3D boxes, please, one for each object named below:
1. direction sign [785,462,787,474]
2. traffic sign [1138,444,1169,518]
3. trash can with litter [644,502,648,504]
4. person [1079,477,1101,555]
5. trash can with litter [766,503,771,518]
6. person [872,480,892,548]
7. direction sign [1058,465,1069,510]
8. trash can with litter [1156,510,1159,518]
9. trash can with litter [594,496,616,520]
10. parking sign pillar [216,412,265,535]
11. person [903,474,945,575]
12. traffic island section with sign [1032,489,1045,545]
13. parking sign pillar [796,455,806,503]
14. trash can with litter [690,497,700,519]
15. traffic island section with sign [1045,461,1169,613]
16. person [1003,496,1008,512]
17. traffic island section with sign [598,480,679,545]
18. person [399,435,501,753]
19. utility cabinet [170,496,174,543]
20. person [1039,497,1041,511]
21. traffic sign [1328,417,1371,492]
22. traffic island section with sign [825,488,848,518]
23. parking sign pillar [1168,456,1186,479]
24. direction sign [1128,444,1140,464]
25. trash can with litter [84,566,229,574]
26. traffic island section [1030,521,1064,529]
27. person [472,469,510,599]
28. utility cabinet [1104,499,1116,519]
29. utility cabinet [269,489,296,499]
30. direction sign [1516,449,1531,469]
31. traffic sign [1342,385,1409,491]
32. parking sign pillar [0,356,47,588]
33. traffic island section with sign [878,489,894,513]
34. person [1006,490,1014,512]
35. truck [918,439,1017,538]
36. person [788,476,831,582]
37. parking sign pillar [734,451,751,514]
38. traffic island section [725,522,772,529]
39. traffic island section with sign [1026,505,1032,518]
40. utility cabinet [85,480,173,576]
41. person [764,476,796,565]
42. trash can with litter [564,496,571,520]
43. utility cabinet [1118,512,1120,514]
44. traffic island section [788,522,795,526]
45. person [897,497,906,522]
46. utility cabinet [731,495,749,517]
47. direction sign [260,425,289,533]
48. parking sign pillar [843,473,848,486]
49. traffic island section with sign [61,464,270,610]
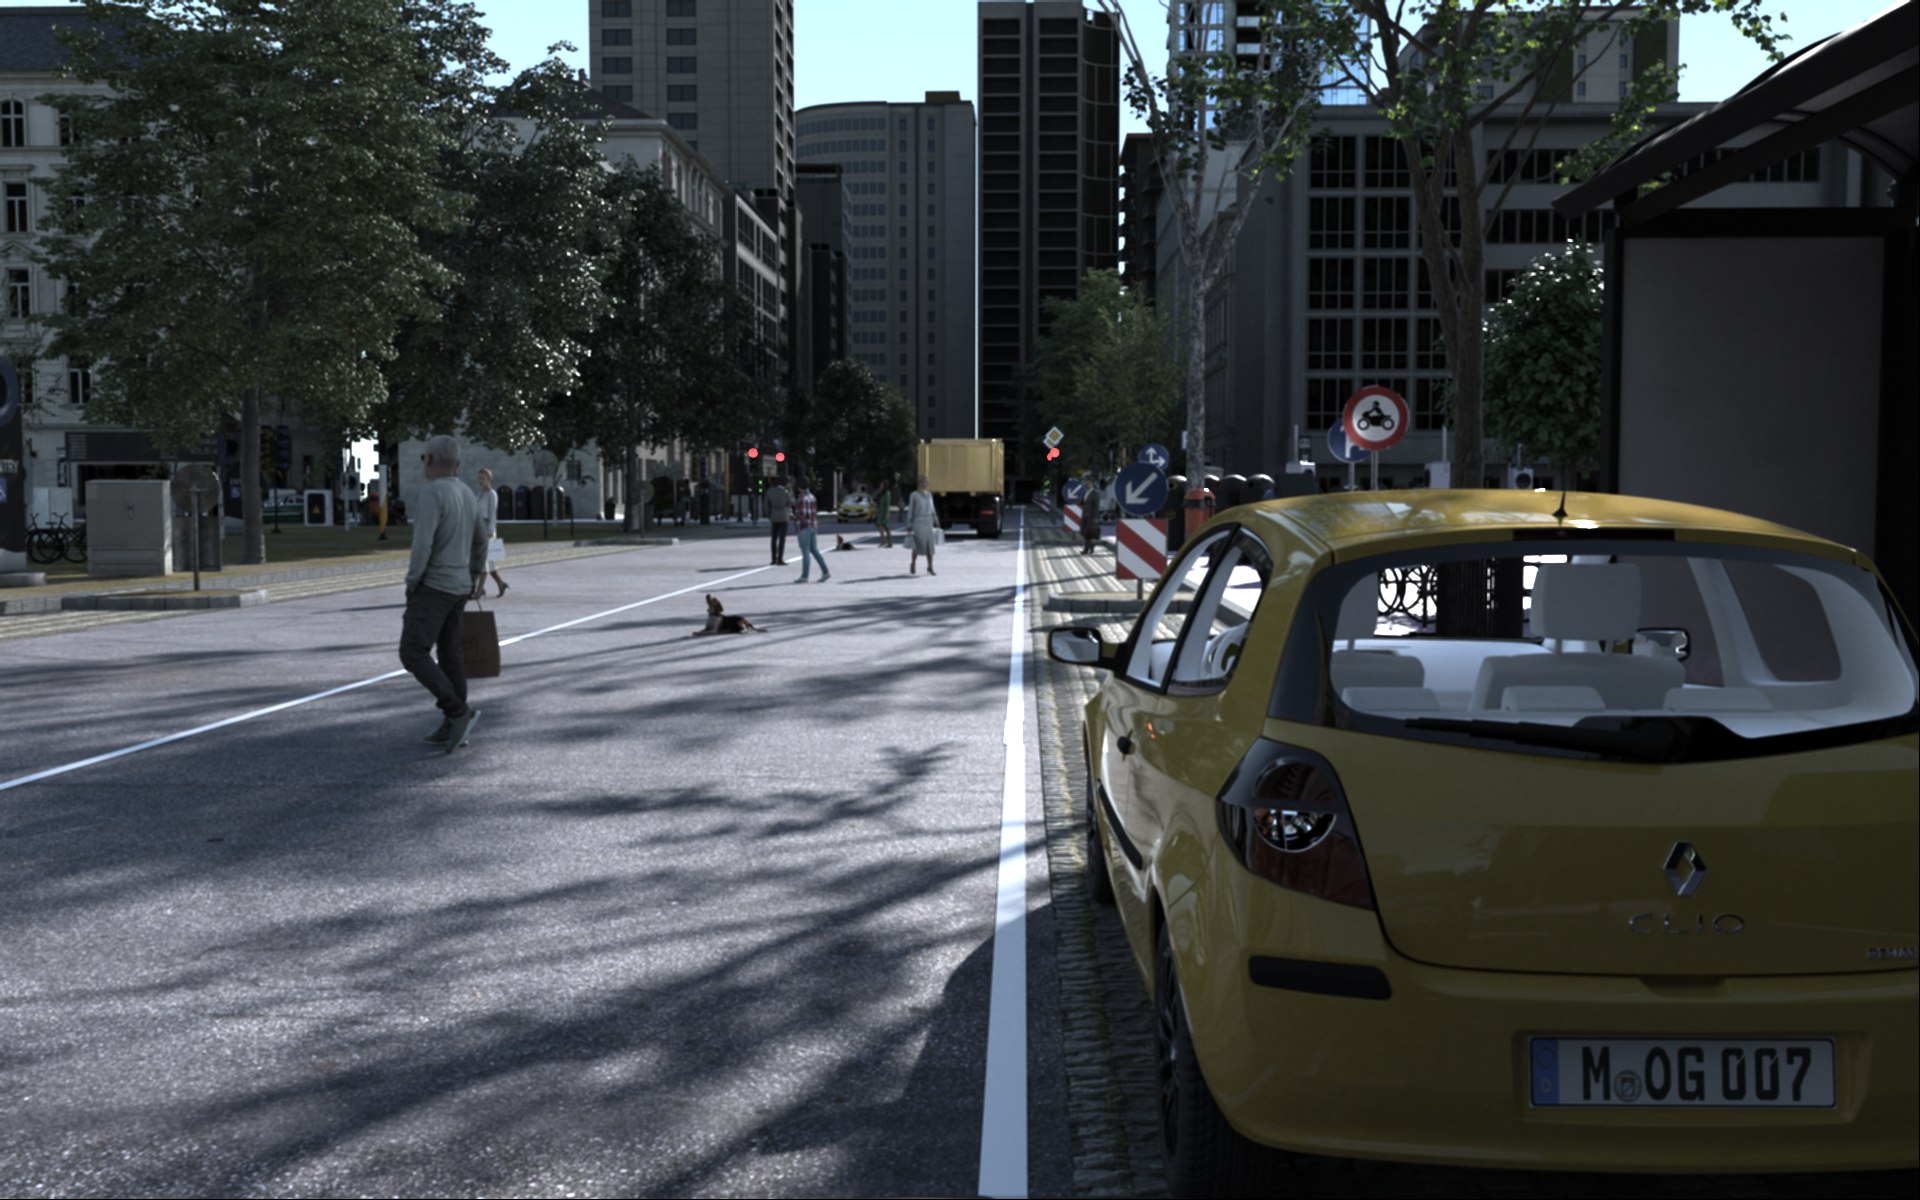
[{"bbox_3d":[-12.270,-7.938,121.789,0.379,3.537,0.876,1,4,9],"label":"direction sign"},{"bbox_3d":[4.897,-2.675,43.839,0.768,2.556,0.104,0,4,7],"label":"traffic sign"},{"bbox_3d":[-15.426,-4.488,84.766,0.624,1.170,1.055,-2,4,-27],"label":"trash can with litter"},{"bbox_3d":[3.062,-1.977,40.783,0.622,1.834,0.822,3,4,39],"label":"person"},{"bbox_3d":[-9.755,-4.893,91.389,1.055,1.170,0.624,1,4,23],"label":"trash can with litter"},{"bbox_3d":[-2.001,-2.291,46.209,0.529,1.795,0.600,-2,4,-35],"label":"person"},{"bbox_3d":[8.114,-8.806,135.975,0.876,3.537,0.379,-1,4,-20],"label":"direction sign"},{"bbox_3d":[7.095,-3.198,63.347,1.678,1.210,2.233,1,4,22],"label":"trash can with litter"},{"bbox_3d":[-17.444,-4.511,85.141,1.055,1.170,0.624,-1,4,-17],"label":"trash can with litter"},{"bbox_3d":[-22.660,-4.034,54.427,1.447,3.967,1.447,1,4,12],"label":"parking sign pillar"},{"bbox_3d":[-0.650,-1.343,30.809,0.694,1.780,0.624,-1,4,-17],"label":"person"},{"bbox_3d":[3.092,-2.452,48.713,1.989,1.847,2.006,0,4,2],"label":"traffic island section with sign"},{"bbox_3d":[-10.657,-7.896,117.564,1.447,3.967,1.447,1,4,20],"label":"parking sign pillar"},{"bbox_3d":[-13.589,-4.673,87.798,0.624,1.170,1.055,1,4,18],"label":"trash can with litter"},{"bbox_3d":[2.109,-0.799,21.693,1.989,1.847,2.006,0,4,2],"label":"traffic island section with sign"},{"bbox_3d":[3.452,-7.443,134.473,0.640,1.303,0.475,0,4,-7],"label":"person"},{"bbox_3d":[-9.065,-2.479,49.153,1.989,1.847,2.006,0,4,2],"label":"traffic island section with sign"},{"bbox_3d":[-2.884,-0.058,9.934,0.515,1.767,0.782,1,4,12],"label":"person"},{"bbox_3d":[-20.823,-2.092,45.364,0.306,1.237,1.020,-2,4,-33],"label":"utility cabinet"},{"bbox_3d":[6.442,-7.775,135.809,0.537,1.800,0.526,2,4,35],"label":"person"},{"bbox_3d":[6.308,-1.702,27.936,0.768,2.556,0.104,1,4,8],"label":"traffic sign"},{"bbox_3d":[-7.050,-5.872,104.634,1.989,1.847,2.006,0,4,2],"label":"traffic island section with sign"},{"bbox_3d":[13.424,-7.199,106.174,1.447,3.967,1.447,-2,4,-26],"label":"parking sign pillar"},{"bbox_3d":[7.899,-5.302,78.690,0.379,3.537,0.876,-2,4,-31],"label":"direction sign"},{"bbox_3d":[-13.379,-1.089,28.867,2.233,1.210,1.678,-2,4,-28],"label":"trash can with litter"},{"bbox_3d":[4.211,-3.506,79.602,2.009,0.180,2.903,0,4,2],"label":"traffic island section"},{"bbox_3d":[-6.461,-0.913,23.776,0.624,1.780,0.694,-2,4,-30],"label":"person"},{"bbox_3d":[7.242,-4.761,86.520,1.173,1.500,0.318,-3,5,-40],"label":"utility cabinet"},{"bbox_3d":[-31.605,-4.414,80.846,1.173,1.500,0.318,0,4,7],"label":"utility cabinet"},{"bbox_3d":[27.625,-5.684,84.924,0.876,3.537,0.379,-1,4,-20],"label":"direction sign"},{"bbox_3d":[4.876,-1.241,20.392,0.768,2.556,0.104,0,4,6],"label":"traffic sign"},{"bbox_3d":[-13.513,-2.171,23.961,1.447,3.967,1.447,0,4,-1],"label":"parking sign pillar"},{"bbox_3d":[-6.043,-7.554,132.128,1.989,1.847,2.006,0,4,2],"label":"traffic island section with sign"},{"bbox_3d":[4.039,-7.937,138.854,0.593,1.750,0.643,1,4,22],"label":"person"},{"bbox_3d":[0.164,-3.891,59.537,3.469,3.379,9.791,0,4,3],"label":"truck"},{"bbox_3d":[-2.469,-1.157,28.255,0.643,1.720,0.563,1,4,22],"label":"person"},{"bbox_3d":[-13.913,-7.439,110.106,1.447,3.967,1.447,-2,4,-30],"label":"parking sign pillar"},{"bbox_3d":[-8.561,-3.046,72.079,2.009,0.180,2.903,0,4,2],"label":"traffic island section"},{"bbox_3d":[5.100,-5.844,104.185,1.989,1.847,2.006,0,4,2],"label":"traffic island section with sign"},{"bbox_3d":[-12.934,-1.117,26.948,1.173,1.500,0.318,0,4,-3],"label":"utility cabinet"},{"bbox_3d":[-3.633,-1.604,34.911,0.592,1.802,0.473,2,4,31],"label":"person"},{"bbox_3d":[-19.673,-4.603,86.653,0.624,1.170,1.055,-1,4,-9],"label":"trash can with litter"},{"bbox_3d":[11.363,-6.705,120.786,1.020,1.237,0.306,0,4,1],"label":"utility cabinet"},{"bbox_3d":[-8.272,-3.534,80.058,2.009,0.180,2.903,0,4,2],"label":"traffic island section"},{"bbox_3d":[-2.948,-4.575,87.577,0.475,1.303,0.640,-3,5,-41],"label":"person"},{"bbox_3d":[-12.166,-5.171,95.714,1.020,1.237,0.306,2,4,30],"label":"utility cabinet"},{"bbox_3d":[-22.592,-3.985,57.146,0.876,3.537,0.379,-1,4,-13],"label":"direction sign"},{"bbox_3d":[-9.709,-9.846,149.460,1.447,3.967,1.447,1,4,11],"label":"parking sign pillar"},{"bbox_3d":[-10.046,-0.831,22.216,1.989,1.847,2.006,0,4,2],"label":"traffic island section with sign"}]
